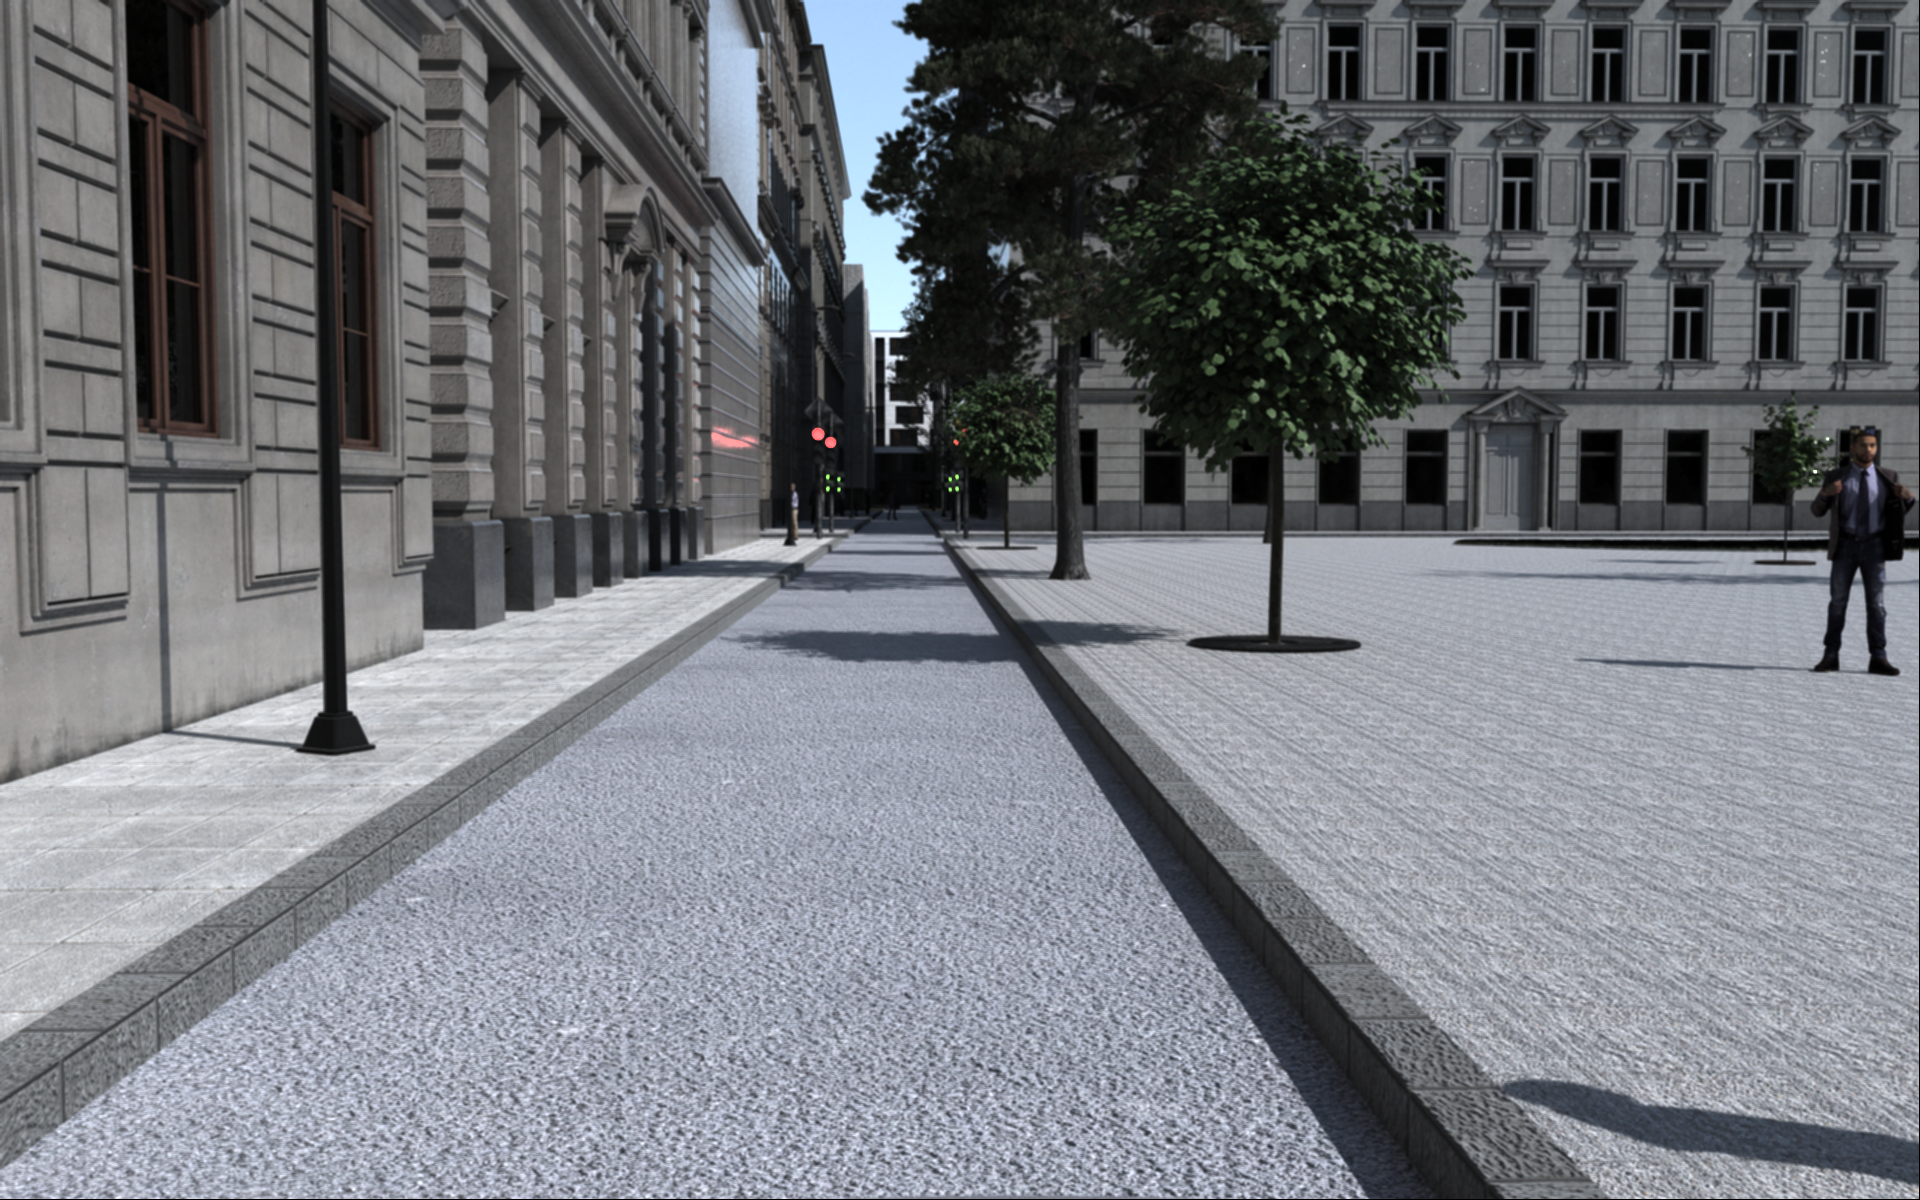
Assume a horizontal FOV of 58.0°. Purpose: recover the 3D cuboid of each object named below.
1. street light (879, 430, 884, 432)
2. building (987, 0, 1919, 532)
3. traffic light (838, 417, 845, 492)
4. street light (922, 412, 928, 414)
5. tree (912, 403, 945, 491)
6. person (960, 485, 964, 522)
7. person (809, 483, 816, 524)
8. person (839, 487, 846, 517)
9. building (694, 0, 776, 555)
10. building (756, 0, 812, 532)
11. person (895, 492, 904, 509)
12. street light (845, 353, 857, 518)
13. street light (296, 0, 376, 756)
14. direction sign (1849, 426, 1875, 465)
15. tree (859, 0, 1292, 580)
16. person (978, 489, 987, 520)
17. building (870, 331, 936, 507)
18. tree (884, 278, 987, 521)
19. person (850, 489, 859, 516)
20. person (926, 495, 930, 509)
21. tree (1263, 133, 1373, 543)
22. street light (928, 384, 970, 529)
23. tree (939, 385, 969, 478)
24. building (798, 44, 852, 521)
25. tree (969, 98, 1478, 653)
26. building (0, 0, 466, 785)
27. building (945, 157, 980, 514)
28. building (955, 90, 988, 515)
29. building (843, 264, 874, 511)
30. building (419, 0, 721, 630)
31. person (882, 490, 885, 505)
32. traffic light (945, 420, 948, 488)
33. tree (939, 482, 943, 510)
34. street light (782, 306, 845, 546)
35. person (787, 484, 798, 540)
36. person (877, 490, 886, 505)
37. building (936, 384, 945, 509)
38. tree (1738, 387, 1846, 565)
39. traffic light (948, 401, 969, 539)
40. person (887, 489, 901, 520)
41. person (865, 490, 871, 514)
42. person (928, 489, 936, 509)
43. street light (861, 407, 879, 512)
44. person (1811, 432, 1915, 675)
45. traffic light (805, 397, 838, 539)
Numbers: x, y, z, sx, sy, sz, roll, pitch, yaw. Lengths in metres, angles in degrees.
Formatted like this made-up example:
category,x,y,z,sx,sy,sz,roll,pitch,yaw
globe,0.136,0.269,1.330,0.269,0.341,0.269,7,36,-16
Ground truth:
category,x,y,z,sx,sy,sz,roll,pitch,yaw
street light,-6.220,-9.412,126.420,1.470,5.913,1.316,0,4,-2
building,22.830,-17.752,66.666,44.131,29.872,17.030,0,4,-2
traffic light,-4.249,-4.167,57.376,0.839,4.213,0.868,0,4,-2
street light,-1.463,-7.675,98.030,1.470,5.913,1.316,0,4,-2
tree,-1.429,-11.383,136.474,4.737,8.622,4.395,0,3,0
person,0.155,-4.514,80.764,0.541,1.710,0.530,-3,5,-41
person,-6.195,-4.157,74.568,0.434,1.755,0.990,-2,4,-35
person,-6.633,-5.589,98.353,0.436,1.711,0.756,0,4,7
building,-16.934,-12.208,41.407,24.055,21.916,13.314,0,4,-2
building,-12.781,-16.629,69.144,12.463,27.353,25.104,0,4,-2
person,-5.825,-9.367,162.355,1.217,1.736,0.721,1,4,21
street light,-4.180,-5.182,57.268,1.470,5.913,1.316,0,4,-2
street light,-2.581,-2.199,8.497,1.470,5.913,1.316,0,4,-2
direction sign,29.898,-4.004,57.463,0.876,3.537,0.379,0,4,-6
tree,1.632,-6.348,25.853,6.751,12.117,7.091,0,3,0
person,1.171,-4.806,86.830,0.569,1.553,0.471,-2,4,-27
building,-13.810,-23.623,230.207,32.646,21.610,27.936,0,4,-2
tree,-0.133,-9.538,81.698,9.928,11.665,9.643,0,3,0
person,-6.062,-5.575,99.399,0.499,1.552,0.429,-2,4,-27
person,-2.691,-8.759,152.440,0.628,1.438,0.799,0,4,-4
tree,8.348,-6.740,44.610,7.601,10.594,8.767,1,4,10
street light,-0.353,-5.575,63.700,1.470,5.913,1.316,0,4,-2
tree,1.185,-3.476,40.543,4.285,4.588,4.351,0,3,0
building,-15.631,-20.033,103.962,17.030,29.872,44.131,0,4,-2
tree,2.581,-1.886,14.547,4.285,4.588,4.351,0,3,0
building,-9.084,-10.250,3.749,11.583,22.565,21.152,0,4,-2
building,5.167,-18.636,122.723,12.078,24.808,19.932,0,4,-2
building,7.001,-18.768,100.359,14.314,27.812,24.014,0,4,-2
building,-16.315,-17.270,148.816,16.747,18.905,31.486,0,4,-2
building,-9.641,-11.979,24.730,11.050,23.489,19.941,0,4,-2
person,-9.193,-12.336,207.675,0.705,1.831,1.348,0,4,-5
traffic light,-0.090,-4.176,57.518,0.839,4.213,0.868,0,4,-2
tree,-1.066,-9.062,142.759,1.663,3.219,1.824,0,3,0
street light,-3.682,-4.299,42.828,1.470,5.913,1.316,0,4,-2
person,-4.681,-2.461,48.349,0.319,1.574,0.516,-1,4,-9
person,-9.298,-12.094,204.564,1.217,1.735,0.721,2,4,29
building,6.425,-17.967,160.219,16.747,18.905,31.486,0,4,-2
tree,15.077,-2.258,31.514,1.663,3.219,1.824,0,3,0
traffic light,0.153,-3.688,49.536,0.839,4.213,0.868,0,4,-2
person,-3.674,-5.209,94.587,0.530,1.710,0.541,-3,5,-45
person,-5.764,-6.143,108.743,0.388,1.546,0.482,0,3,0
person,-2.488,-8.866,151.031,0.705,1.821,1.348,-2,4,-32
street light,-5.221,-7.312,92.085,1.470,5.913,1.316,0,4,-2
person,6.424,-0.335,12.349,0.655,1.722,0.431,2,4,24
traffic light,-4.006,-3.679,49.394,0.839,4.213,0.868,0,4,-2
